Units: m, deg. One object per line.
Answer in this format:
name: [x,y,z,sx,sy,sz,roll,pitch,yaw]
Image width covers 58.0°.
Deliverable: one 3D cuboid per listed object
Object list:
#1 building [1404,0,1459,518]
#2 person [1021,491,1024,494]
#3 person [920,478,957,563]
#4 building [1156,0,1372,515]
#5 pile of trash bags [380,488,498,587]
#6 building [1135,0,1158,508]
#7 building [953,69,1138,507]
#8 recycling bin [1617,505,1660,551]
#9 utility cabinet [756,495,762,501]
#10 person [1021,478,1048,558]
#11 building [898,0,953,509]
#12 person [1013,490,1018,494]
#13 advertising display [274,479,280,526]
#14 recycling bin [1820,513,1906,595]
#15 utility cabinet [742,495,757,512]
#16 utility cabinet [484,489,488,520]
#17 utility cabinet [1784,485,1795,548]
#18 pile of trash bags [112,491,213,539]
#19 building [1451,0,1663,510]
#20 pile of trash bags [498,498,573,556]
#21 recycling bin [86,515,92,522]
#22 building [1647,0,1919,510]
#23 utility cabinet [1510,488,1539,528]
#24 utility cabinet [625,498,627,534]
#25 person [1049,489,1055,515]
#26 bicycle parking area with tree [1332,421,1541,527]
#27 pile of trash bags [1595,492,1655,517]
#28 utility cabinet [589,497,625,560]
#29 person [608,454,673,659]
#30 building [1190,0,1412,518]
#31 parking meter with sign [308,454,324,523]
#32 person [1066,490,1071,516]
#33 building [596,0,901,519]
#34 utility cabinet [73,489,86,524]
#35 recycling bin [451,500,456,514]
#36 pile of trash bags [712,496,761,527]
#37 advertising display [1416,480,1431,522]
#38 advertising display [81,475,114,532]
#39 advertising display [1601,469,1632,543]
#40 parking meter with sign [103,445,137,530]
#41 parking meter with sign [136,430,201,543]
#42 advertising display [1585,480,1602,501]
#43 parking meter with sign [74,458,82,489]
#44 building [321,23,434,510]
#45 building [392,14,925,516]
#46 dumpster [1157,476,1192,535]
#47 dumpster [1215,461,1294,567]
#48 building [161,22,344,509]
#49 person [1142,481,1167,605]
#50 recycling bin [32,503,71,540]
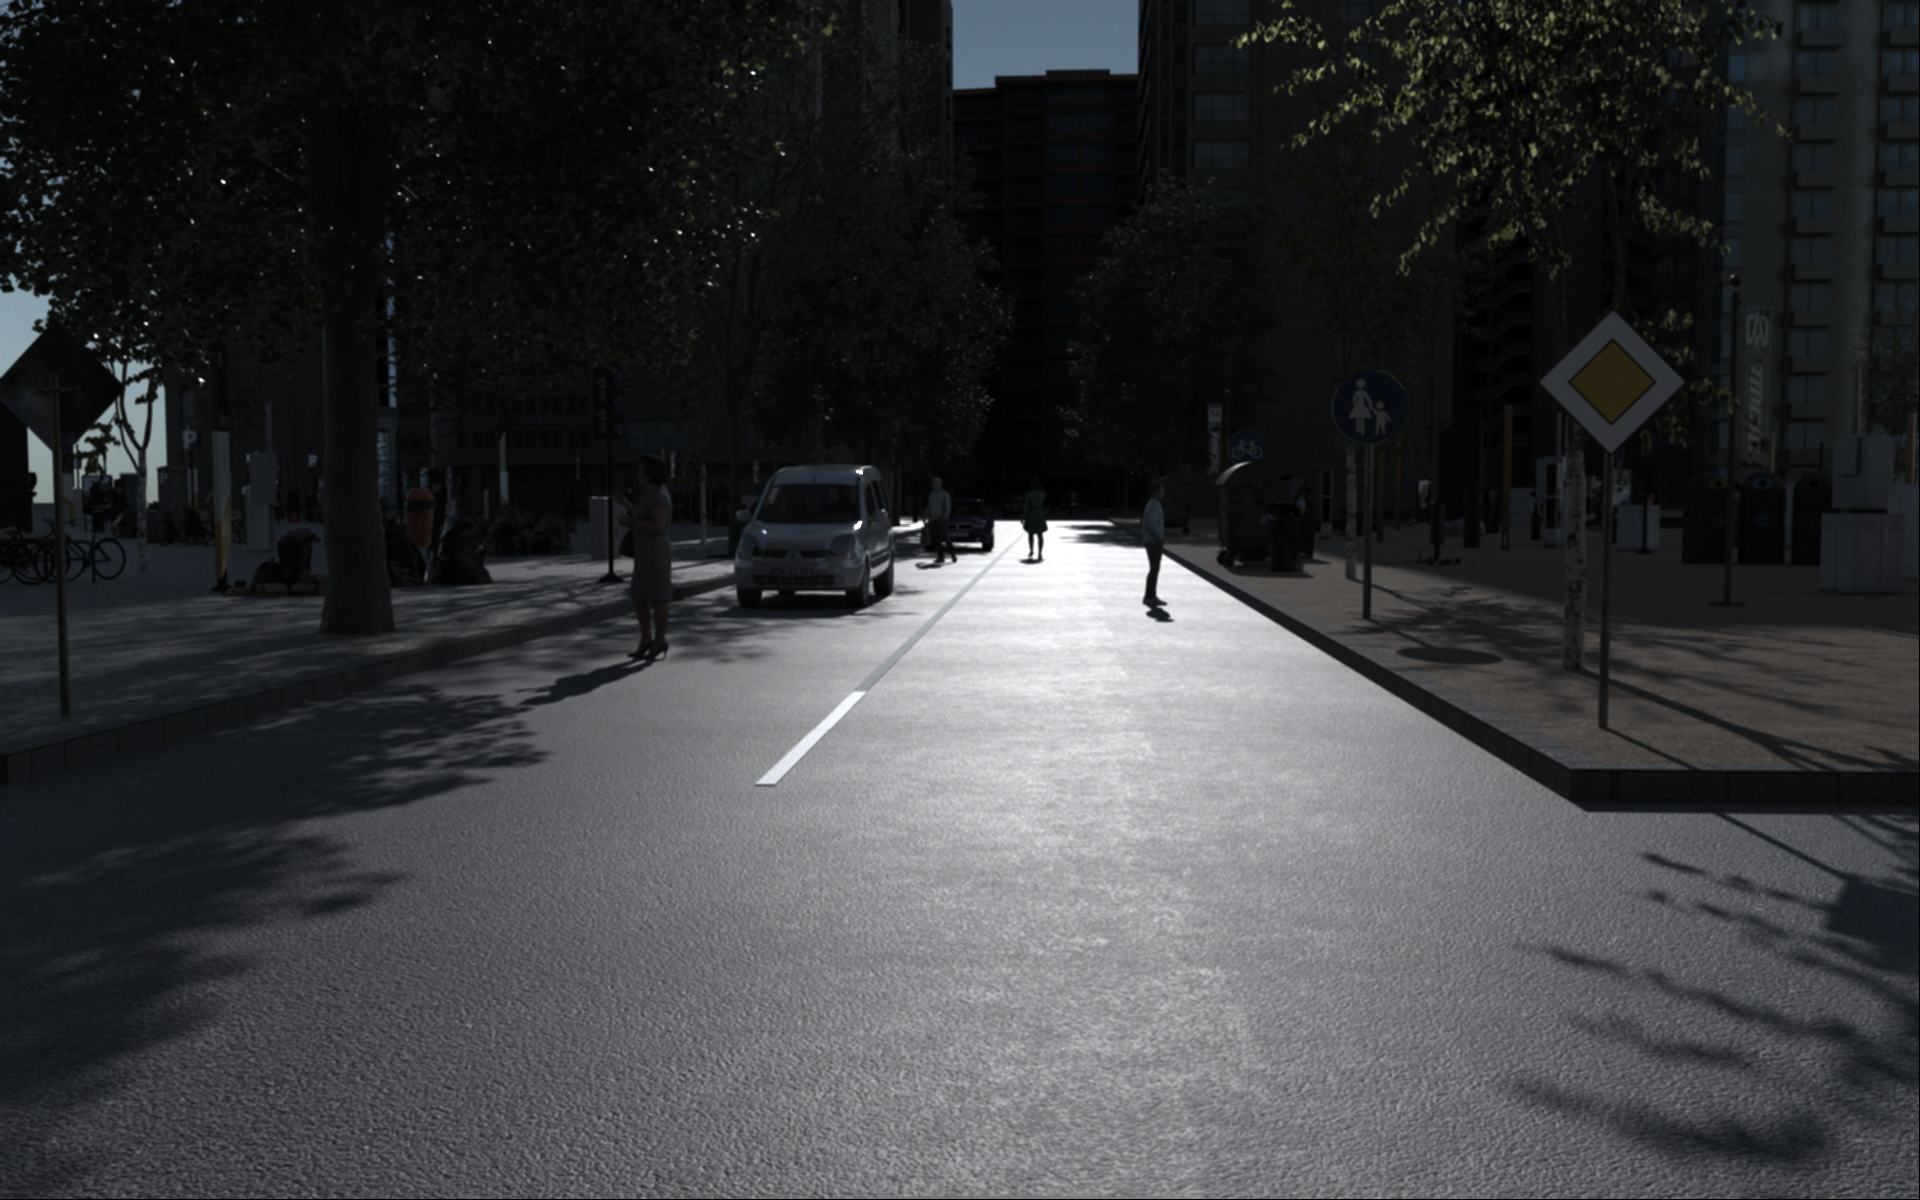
building: [19.837,-25.389,98.701,14.154,41.232,14.086,0,4,3]
person: [5.518,-8.914,155.030,0.721,1.735,1.217,1,4,23]
person: [-0.480,-1.674,36.350,0.782,1.767,0.515,3,4,38]
building: [21.334,-27.106,126.780,14.154,41.232,14.086,0,4,3]
pile of trash bags: [-7.975,-0.968,25.582,1.912,1.369,3.447,-1,4,-19]
building: [25.906,-31.851,144.468,21.300,48.544,21.600,0,4,3]
building: [11.576,-32.248,181.871,28.867,44.769,22.147,0,4,3]
recycling bin: [15.291,-1.620,39.043,0.722,1.027,0.722,3,5,41]
utility cabinet: [-7.686,-3.642,70.712,1.020,1.237,0.306,0,4,2]
person: [1.681,-1.835,38.743,0.600,1.795,0.529,-1,4,-17]
building: [-11.769,-32.059,147.858,21.600,48.544,21.300,0,4,3]
person: [4.558,-8.274,143.800,1.348,1.821,0.705,-1,4,-21]
advertising display: [-27.978,-3.961,69.971,0.974,1.923,0.123,-3,5,-41]
recycling bin: [11.605,-0.595,22.280,0.722,1.027,0.722,0,4,-8]
utility cabinet: [-9.941,-4.268,80.951,1.020,1.237,0.306,2,4,26]
utility cabinet: [-21.532,-4.389,80.446,1.173,1.500,0.318,1,4,22]
utility cabinet: [20.068,-1.970,40.882,1.173,1.500,0.318,-1,4,-15]
pile of trash bags: [-23.135,-2.538,51.250,1.912,1.369,3.447,2,4,27]
building: [49.903,-30.452,147.996,14.200,45.320,14.600,0,4,3]
pile of trash bags: [-9.929,-1.611,36.095,1.912,1.369,3.447,3,5,43]
recycling bin: [-40.613,-4.187,81.017,0.722,1.027,0.722,-1,4,-15]
building: [71.880,-31.912,141.366,30.456,49.044,23.786,0,4,3]
utility cabinet: [21.231,-3.460,65.242,0.318,1.500,1.173,-2,4,-35]
utility cabinet: [-8.054,-1.744,39.678,1.020,1.237,0.306,3,5,40]
person: [6.392,-6.773,119.797,0.434,1.755,0.990,0,4,-5]
bicycle parking area with tree: [19.275,-5.124,70.783,9.016,4.147,8.231,1,4,23]
pile of trash bags: [28.549,-4.013,75.369,3.447,1.369,1.912,0,4,-8]
utility cabinet: [-6.993,-1.413,34.270,0.306,1.237,1.020,0,4,8]
person: [-2.798,-0.383,15.116,0.532,1.782,0.716,-1,4,-22]
building: [20.497,-26.248,112.746,14.154,41.232,14.086,0,4,3]
parking meter with sign: [-28.096,-4.933,76.907,0.543,3.016,1.738,1,4,21]
person: [7.095,-6.336,113.019,0.530,1.710,0.541,2,4,31]
building: [-10.844,-24.992,92.211,14.154,41.232,14.086,0,4,3]
utility cabinet: [-37.152,-3.894,72.349,0.318,1.500,1.173,2,4,29]
recycling bin: [-22.027,-3.778,74.329,0.722,1.027,0.722,-1,4,-18]
pile of trash bags: [-8.261,-3.579,68.263,1.912,1.369,3.447,-3,5,-39]
advertising display: [20.946,-4.467,78.257,0.974,1.923,0.123,-3,5,-40]
advertising display: [-29.009,-3.245,58.275,0.974,1.923,0.123,0,4,-4]
advertising display: [17.155,-2.443,45.165,0.974,1.923,0.123,-2,4,-34]
parking meter with sign: [-29.587,-4.011,61.838,1.738,3.016,0.543,-2,4,-25]
parking meter with sign: [-20.988,-3.048,46.095,0.543,3.016,1.738,1,4,14]
advertising display: [29.502,-4.628,80.877,0.974,1.923,0.123,2,4,31]
parking meter with sign: [-41.643,-5.325,83.330,0.543,3.016,1.738,2,4,31]
building: [-38.094,-51.033,147.059,31.000,86.520,22.319,0,4,3]
building: [-18.921,-25.681,111.764,32.217,40.220,23.993,0,4,3]
dumpster: [6.722,-3.011,54.989,1.264,1.857,1.865,0,4,4]
dumpster: [5.252,-1.537,30.889,1.264,1.857,1.865,0,4,3]
building: [-60.759,-28.761,153.843,14.086,41.232,14.154,0,4,3]
person: [2.516,-0.738,22.377,0.330,1.601,0.589,0,4,6]
recycling bin: [-25.549,-2.211,48.707,0.722,1.027,0.722,0,4,6]
